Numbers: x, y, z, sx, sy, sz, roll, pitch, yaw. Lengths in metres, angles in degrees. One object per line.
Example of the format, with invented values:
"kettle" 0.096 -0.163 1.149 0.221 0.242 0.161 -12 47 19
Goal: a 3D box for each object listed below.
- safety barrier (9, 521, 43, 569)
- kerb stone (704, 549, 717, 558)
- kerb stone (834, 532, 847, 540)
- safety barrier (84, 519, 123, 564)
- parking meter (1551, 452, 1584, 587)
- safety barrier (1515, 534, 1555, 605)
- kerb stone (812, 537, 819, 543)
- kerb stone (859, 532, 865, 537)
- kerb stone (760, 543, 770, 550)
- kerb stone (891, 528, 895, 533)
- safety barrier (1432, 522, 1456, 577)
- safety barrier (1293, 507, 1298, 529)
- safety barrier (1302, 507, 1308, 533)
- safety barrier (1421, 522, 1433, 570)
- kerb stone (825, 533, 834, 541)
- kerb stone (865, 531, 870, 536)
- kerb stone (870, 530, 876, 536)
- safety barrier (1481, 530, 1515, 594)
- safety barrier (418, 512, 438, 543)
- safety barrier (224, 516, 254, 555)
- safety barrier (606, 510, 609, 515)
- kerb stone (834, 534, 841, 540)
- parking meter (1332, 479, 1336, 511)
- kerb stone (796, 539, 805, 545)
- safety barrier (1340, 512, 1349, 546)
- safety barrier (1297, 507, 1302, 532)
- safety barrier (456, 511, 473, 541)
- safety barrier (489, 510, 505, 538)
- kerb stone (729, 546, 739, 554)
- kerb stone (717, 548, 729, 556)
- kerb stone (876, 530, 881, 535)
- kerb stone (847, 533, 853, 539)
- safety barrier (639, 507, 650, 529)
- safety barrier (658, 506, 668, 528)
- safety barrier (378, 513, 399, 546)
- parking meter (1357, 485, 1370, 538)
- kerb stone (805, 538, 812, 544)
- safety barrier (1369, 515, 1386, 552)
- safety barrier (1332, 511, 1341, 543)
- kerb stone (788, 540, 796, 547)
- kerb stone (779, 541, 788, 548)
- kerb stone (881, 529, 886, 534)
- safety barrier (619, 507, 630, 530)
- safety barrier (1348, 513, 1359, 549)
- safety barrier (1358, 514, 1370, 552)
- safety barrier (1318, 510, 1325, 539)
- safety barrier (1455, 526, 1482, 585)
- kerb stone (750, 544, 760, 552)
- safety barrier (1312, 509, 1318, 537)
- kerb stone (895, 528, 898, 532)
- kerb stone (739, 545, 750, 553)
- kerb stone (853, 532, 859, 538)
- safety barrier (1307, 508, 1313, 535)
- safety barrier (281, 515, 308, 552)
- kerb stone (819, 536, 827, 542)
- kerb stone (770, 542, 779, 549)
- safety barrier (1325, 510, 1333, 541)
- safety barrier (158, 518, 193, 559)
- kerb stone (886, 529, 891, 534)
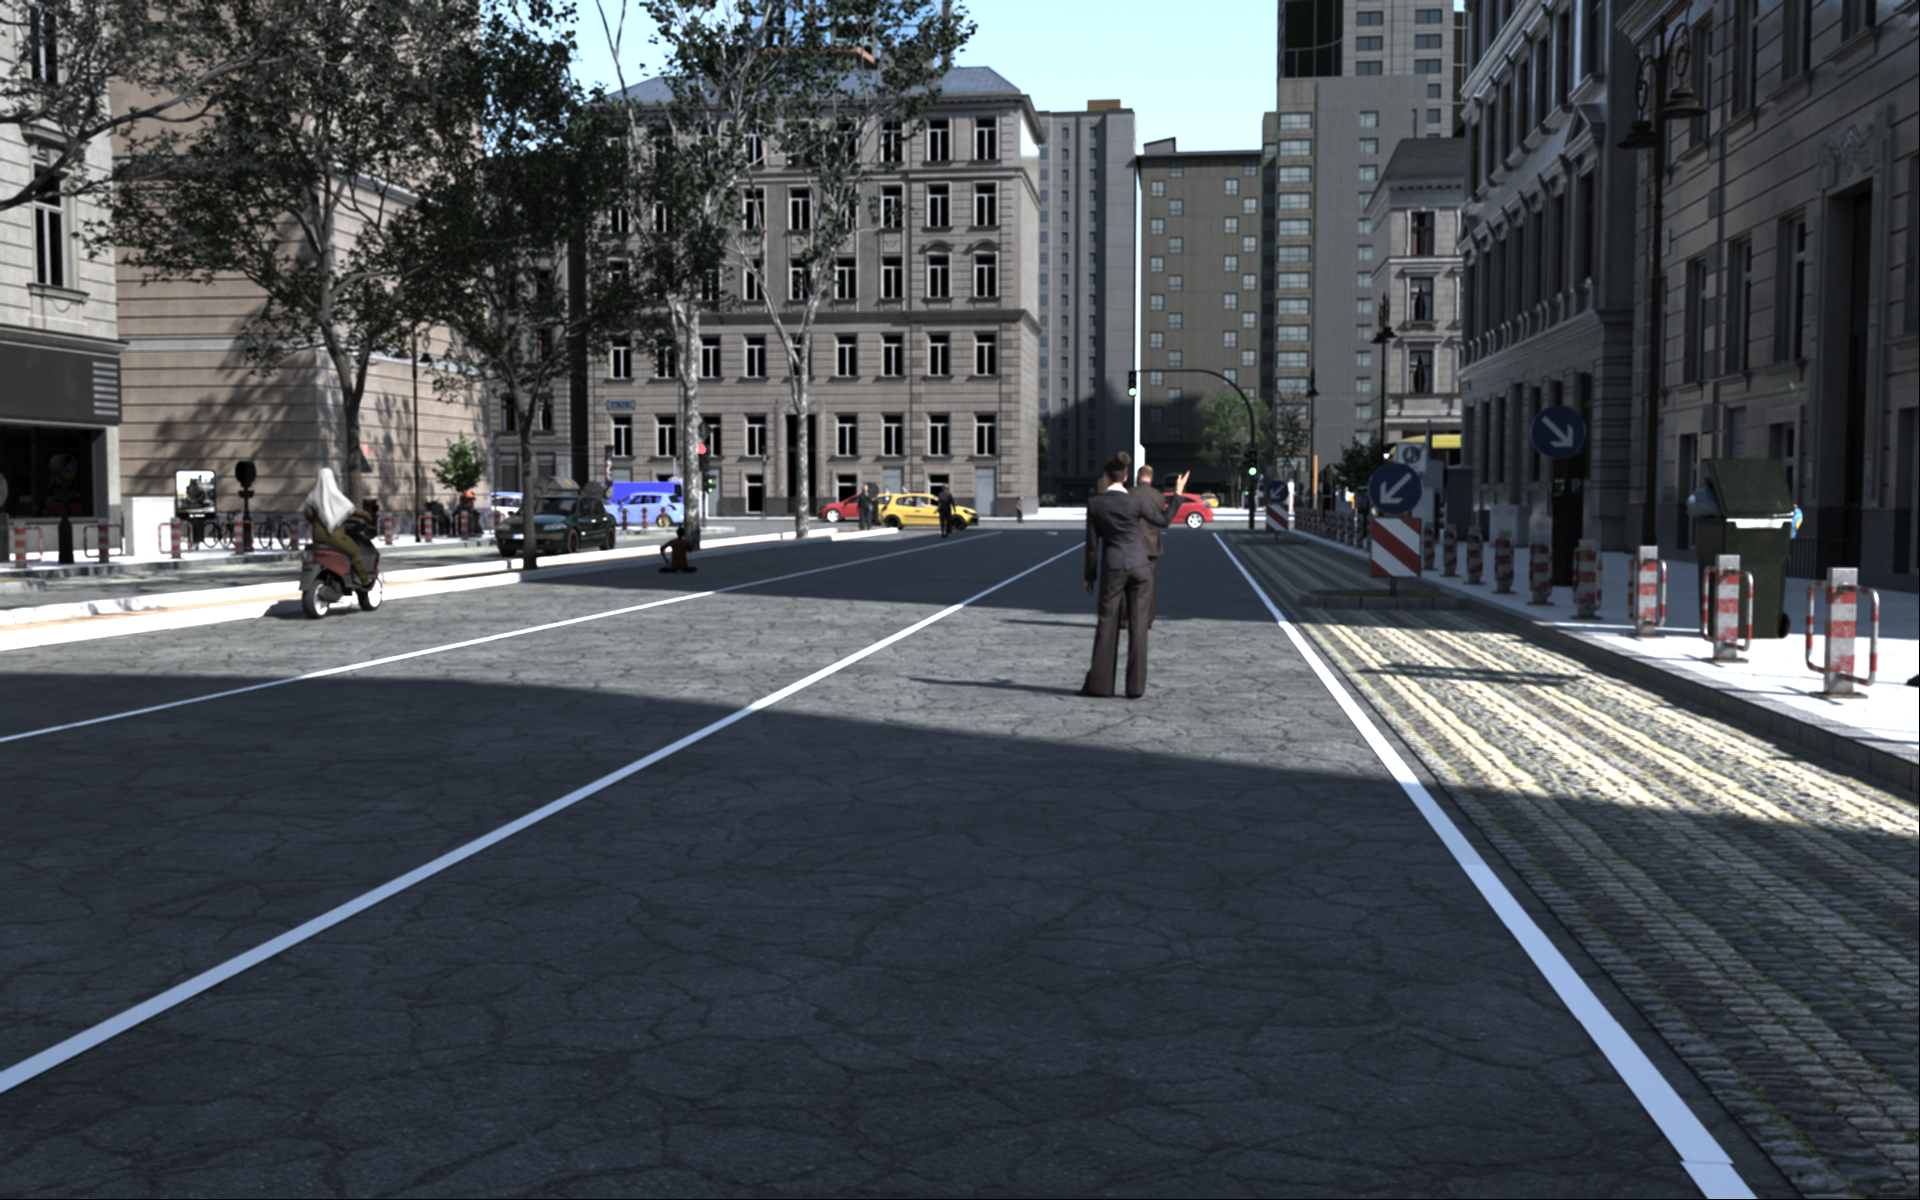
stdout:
"safety barrier" -16.029 -0.934 29.545 0.300 0.817 1.120 0 4 7
"kerb stone" -5.774 -1.042 39.305 0.120 0.150 1.000 0 4 7
"kerb stone" -3.799 -1.981 54.583 0.120 0.150 1.000 0 4 7
"safety barrier" -15.735 -1.073 31.822 0.300 0.817 1.120 0 4 7
"parking meter" 8.455 -1.126 24.117 0.399 1.863 0.255 -2 4 -30
"safety barrier" 6.716 -0.352 20.032 0.300 0.817 1.120 0 4 7
"kerb stone" -4.339 -1.731 50.505 0.120 0.150 1.000 0 4 7
"kerb stone" -3.404 -2.166 57.646 0.120 0.150 1.000 0 4 7
"kerb stone" -5.114 -1.358 44.395 0.120 0.150 1.000 0 4 7
"kerb stone" -2.612 -2.540 63.760 0.120 0.150 1.000 0 4 7
"safety barrier" 7.604 -0.770 26.872 0.300 0.817 1.120 0 4 7
"safety barrier" 12.004 -2.861 61.053 0.300 0.817 1.120 0 4 7
"safety barrier" 11.423 -2.583 56.499 0.300 0.817 1.120 0 4 7
"safety barrier" 7.894 -0.910 29.160 0.300 0.817 1.120 0 4 7
"kerb stone" -4.067 -1.856 52.544 0.120 0.150 1.000 0 4 7
"kerb stone" -3.281 -2.230 58.664 0.120 0.150 1.000 0 4 7
"kerb stone" -3.140 -2.293 59.687 0.120 0.150 1.000 0 4 7
"safety barrier" 7.011 -0.492 22.317 0.300 0.817 1.120 0 4 7
"safety barrier" -13.971 -1.911 45.513 0.300 0.817 1.120 0 4 7
"safety barrier" -15.146 -1.352 36.378 0.300 0.817 1.120 0 4 7
"safety barrier" -12.202 -2.748 59.211 0.300 0.817 1.120 0 4 7
"kerb stone" -3.930 -1.918 53.562 0.120 0.150 1.000 0 4 7
"parking meter" 12.722 -3.298 59.630 0.399 1.863 0.255 -2 4 -32
"kerb stone" -4.587 -1.607 48.470 0.120 0.150 1.000 0 4 7
"safety barrier" 9.660 -1.747 42.837 0.300 0.817 1.120 0 4 7
"safety barrier" 11.716 -2.722 58.776 0.300 0.817 1.120 0 4 7
"safety barrier" -13.673 -2.051 47.804 0.300 0.817 1.120 0 4 7
"safety barrier" -13.381 -2.191 50.096 0.300 0.817 1.120 0 4 7
"kerb stone" -5.512 -1.168 41.339 0.120 0.150 1.000 0 4 7
"kerb stone" -5.637 -1.109 40.321 0.120 0.150 1.000 0 4 7
"kerb stone" -3.009 -2.349 60.704 0.120 0.150 1.000 0 4 7
"kerb stone" -3.670 -2.043 55.604 0.120 0.150 1.000 0 4 7
"safety barrier" -11.616 -3.027 63.766 0.300 0.817 1.120 0 4 7
"safety barrier" -11.321 -3.166 66.047 0.300 0.817 1.120 0 4 7
"safety barrier" -14.265 -1.771 43.236 0.300 0.817 1.120 0 4 7
"parking meter" 11.754 -2.572 50.468 0.372 1.533 0.369 0 3 0
"kerb stone" -4.461 -1.667 49.488 0.120 0.150 1.000 0 4 7
"safety barrier" 8.777 -1.329 36.008 0.300 0.817 1.120 0 4 7
"safety barrier" 9.952 -1.886 45.114 0.300 0.817 1.120 0 4 7
"kerb stone" -4.728 -1.545 47.455 0.120 0.150 1.000 0 4 7
"kerb stone" -4.851 -1.482 46.428 0.120 0.150 1.000 0 4 7
"kerb stone" -2.888 -2.418 61.722 0.120 0.150 1.000 0 4 7
"safety barrier" -11.908 -2.888 61.487 0.300 0.817 1.120 0 4 7
"safety barrier" 9.366 -1.608 40.561 0.300 0.817 1.120 0 4 7
"safety barrier" 9.071 -1.468 38.284 0.300 0.817 1.120 0 4 7
"safety barrier" 10.541 -2.165 49.667 0.300 0.817 1.120 0 4 7
"safety barrier" 7.308 -0.631 24.593 0.300 0.817 1.120 0 4 7
"kerb stone" -5.252 -1.293 43.374 0.120 0.150 1.000 0 4 7
"safety barrier" 10.833 -2.304 51.944 0.300 0.817 1.120 0 4 7
"kerb stone" -2.478 -2.605 64.779 0.120 0.150 1.000 0 4 7
"kerb stone" -5.381 -1.232 42.357 0.120 0.150 1.000 0 4 7
"kerb stone" -3.537 -2.102 56.624 0.120 0.150 1.000 0 4 7
"safety barrier" 11.131 -2.443 54.220 0.300 0.817 1.120 0 4 7
"safety barrier" -14.852 -1.491 38.659 0.300 0.817 1.120 0 4 7
"kerb stone" -4.194 -1.791 51.527 0.120 0.150 1.000 0 4 7
"kerb stone" -4.993 -1.420 45.413 0.120 0.150 1.000 0 4 7
"safety barrier" 10.249 -2.025 47.391 0.300 0.817 1.120 0 4 7
"safety barrier" -15.439 -1.212 34.098 0.300 0.817 1.120 0 4 7
"kerb stone" -2.746 -2.479 62.737 0.120 0.150 1.000 0 4 7
